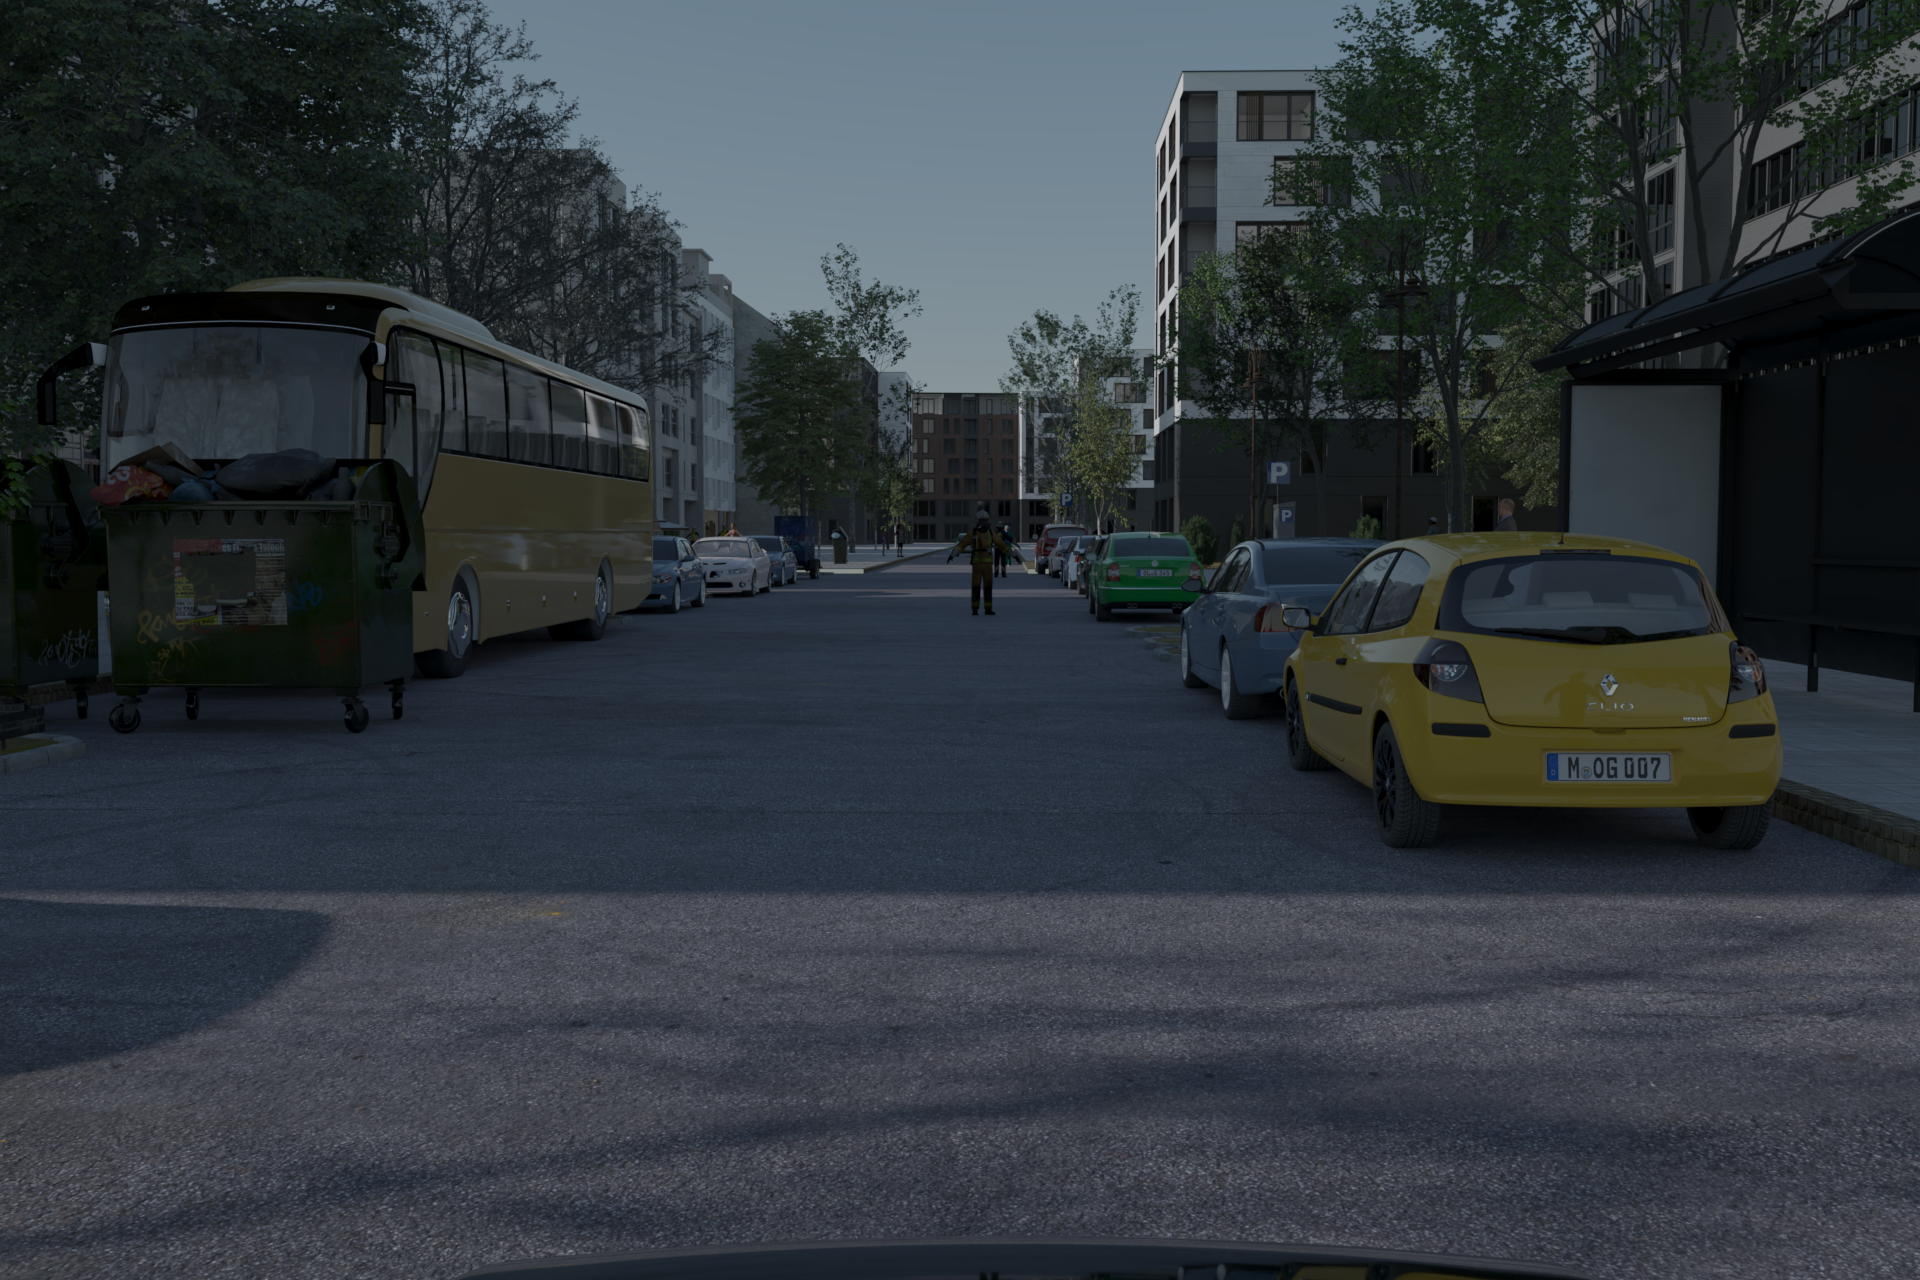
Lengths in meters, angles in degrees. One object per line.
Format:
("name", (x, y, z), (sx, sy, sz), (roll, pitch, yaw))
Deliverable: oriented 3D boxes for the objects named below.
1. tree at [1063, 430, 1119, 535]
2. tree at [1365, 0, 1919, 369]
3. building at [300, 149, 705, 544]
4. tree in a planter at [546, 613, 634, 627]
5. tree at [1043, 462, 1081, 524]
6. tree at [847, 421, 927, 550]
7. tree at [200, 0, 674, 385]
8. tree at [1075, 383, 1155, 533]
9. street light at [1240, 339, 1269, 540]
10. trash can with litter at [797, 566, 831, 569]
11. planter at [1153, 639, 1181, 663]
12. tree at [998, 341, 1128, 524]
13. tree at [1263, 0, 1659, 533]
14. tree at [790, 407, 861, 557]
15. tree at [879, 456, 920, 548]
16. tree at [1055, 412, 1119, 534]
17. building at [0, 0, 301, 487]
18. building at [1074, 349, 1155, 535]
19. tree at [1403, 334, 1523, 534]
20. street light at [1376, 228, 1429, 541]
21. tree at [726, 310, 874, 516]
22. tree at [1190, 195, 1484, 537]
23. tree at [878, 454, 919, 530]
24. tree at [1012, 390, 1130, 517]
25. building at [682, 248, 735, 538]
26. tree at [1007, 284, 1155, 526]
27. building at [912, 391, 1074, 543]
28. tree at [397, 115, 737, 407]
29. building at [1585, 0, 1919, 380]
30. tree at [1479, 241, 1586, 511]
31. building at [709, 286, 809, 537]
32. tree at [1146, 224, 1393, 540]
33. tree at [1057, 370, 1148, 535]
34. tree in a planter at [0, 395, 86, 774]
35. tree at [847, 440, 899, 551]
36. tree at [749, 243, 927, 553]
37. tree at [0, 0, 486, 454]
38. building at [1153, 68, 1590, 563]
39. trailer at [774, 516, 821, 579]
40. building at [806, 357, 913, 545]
("tree", (8.683, -10.343, 119.465), (4.360, 8.622, 3.978), (0, 3, 0))
("tree", (8.799, -5.806, 20.690), (9.928, 11.665, 9.643), (0, 3, 0))
("building", (-25.137, -14.021, 95.697), (16.747, 18.905, 31.486), (0, 4, 1))
("tree in a planter", (-6.304, -1.859, 27.619), (1.991, 3.239, 1.994), (0, 4, 1))
("tree", (9.245, -12.473, 154.301), (4.737, 8.622, 4.395), (0, 3, 0))
("tree", (-6.269, -12.780, 143.360), (7.601, 10.594, 8.767), (-3, 4, -39))
("tree", (-11.471, -7.804, 37.970), (12.009, 13.543, 11.850), (0, 3, 0))
("tree", (7.546, -8.205, 84.507), (4.360, 8.622, 3.978), (0, 3, 0))
("street light", (6.972, -4.180, 41.131), (0.468, 5.910, 1.993), (0, 4, 1))
("trash can with litter", (-5.606, -3.296, 64.948), (1.678, 1.210, 2.233), (0, 4, 1))
("planter", (3.250, 0.074, 19.937), (1.991, 0.319, 1.994), (0, 4, 0))
("tree", (10.903, -19.109, 168.315), (12.611, 20.169, 13.585), (0, 3, 0))
("tree", (9.666, -6.603, 33.713), (9.928, 11.665, 9.643), (0, 3, 0))
("tree", (-8.028, -8.918, 96.172), (4.360, 8.622, 3.978), (0, 3, 0))
("tree", (-5.682, -12.490, 154.577), (4.737, 8.622, 4.395), (0, 3, 0))
("tree", (7.683, -9.236, 101.376), (4.360, 8.622, 3.978), (0, 3, 0))
("building", (-29.688, -13.348, 54.394), (11.583, 22.565, 21.152), (0, 4, 1))
("building", (27.499, -22.233, 207.487), (27.936, 21.610, 32.646), (0, 4, 2))
("tree", (18.195, -6.905, 63.265), (4.737, 8.622, 4.395), (0, 3, 0))
("street light", (6.676, -3.273, 26.297), (0.468, 5.910, 1.993), (0, 4, 1))
("tree", (-7.999, -10.368, 87.637), (7.486, 12.596, 7.792), (0, 3, 0))
("tree", (9.997, -6.882, 46.938), (8.767, 10.594, 7.601), (2, 4, 25))
("tree", (-5.674, -12.797, 159.587), (4.737, 8.622, 4.395), (0, 3, 0))
("tree", (9.485, -14.399, 145.786), (12.009, 13.543, 11.850), (0, 3, 0))
("building", (-22.037, -15.888, 116.185), (16.016, 20.090, 11.380), (0, 4, 1))
("tree", (10.641, -16.780, 130.244), (12.611, 20.169, 13.585), (0, 3, 0))
("building", (5.209, -25.243, 259.154), (32.646, 21.610, 27.936), (0, 4, -5))
("tree", (-11.733, -8.551, 50.173), (12.009, 13.543, 11.850), (0, 3, 0))
("building", (29.868, -14.144, 50.321), (14.314, 24.678, 30.058), (0, 4, 2))
("tree", (25.743, -10.047, 70.918), (9.857, 13.997, 8.962), (0, 3, 0))
("building", (-22.529, -18.846, 139.056), (19.493, 23.208, 18.063), (0, 4, 1))
("tree", (10.247, -8.073, 57.750), (9.928, 11.665, 9.643), (0, 3, 0))
("tree", (6.284, -7.762, 77.275), (4.737, 8.622, 4.395), (0, 3, 0))
("tree in a planter", (-6.680, -0.824, 10.692), (1.991, 3.239, 1.994), (0, 4, 1))
("tree", (-6.804, -11.288, 134.924), (4.737, 8.622, 4.395), (0, 3, 0))
("tree", (-8.238, -15.886, 115.618), (12.611, 20.169, 13.585), (0, 3, 0))
("tree", (-12.130, -7.320, 26.337), (9.857, 13.997, 8.962), (0, 3, 0))
("building", (24.183, -15.210, 92.665), (27.936, 21.610, 32.646), (0, 4, 2))
("trailer", (-5.282, -2.913, 54.670), (1.471, 1.999, 3.904), (0, 4, 2))
("building", (-20.866, -22.776, 216.365), (27.936, 21.610, 32.646), (0, 4, 2))
